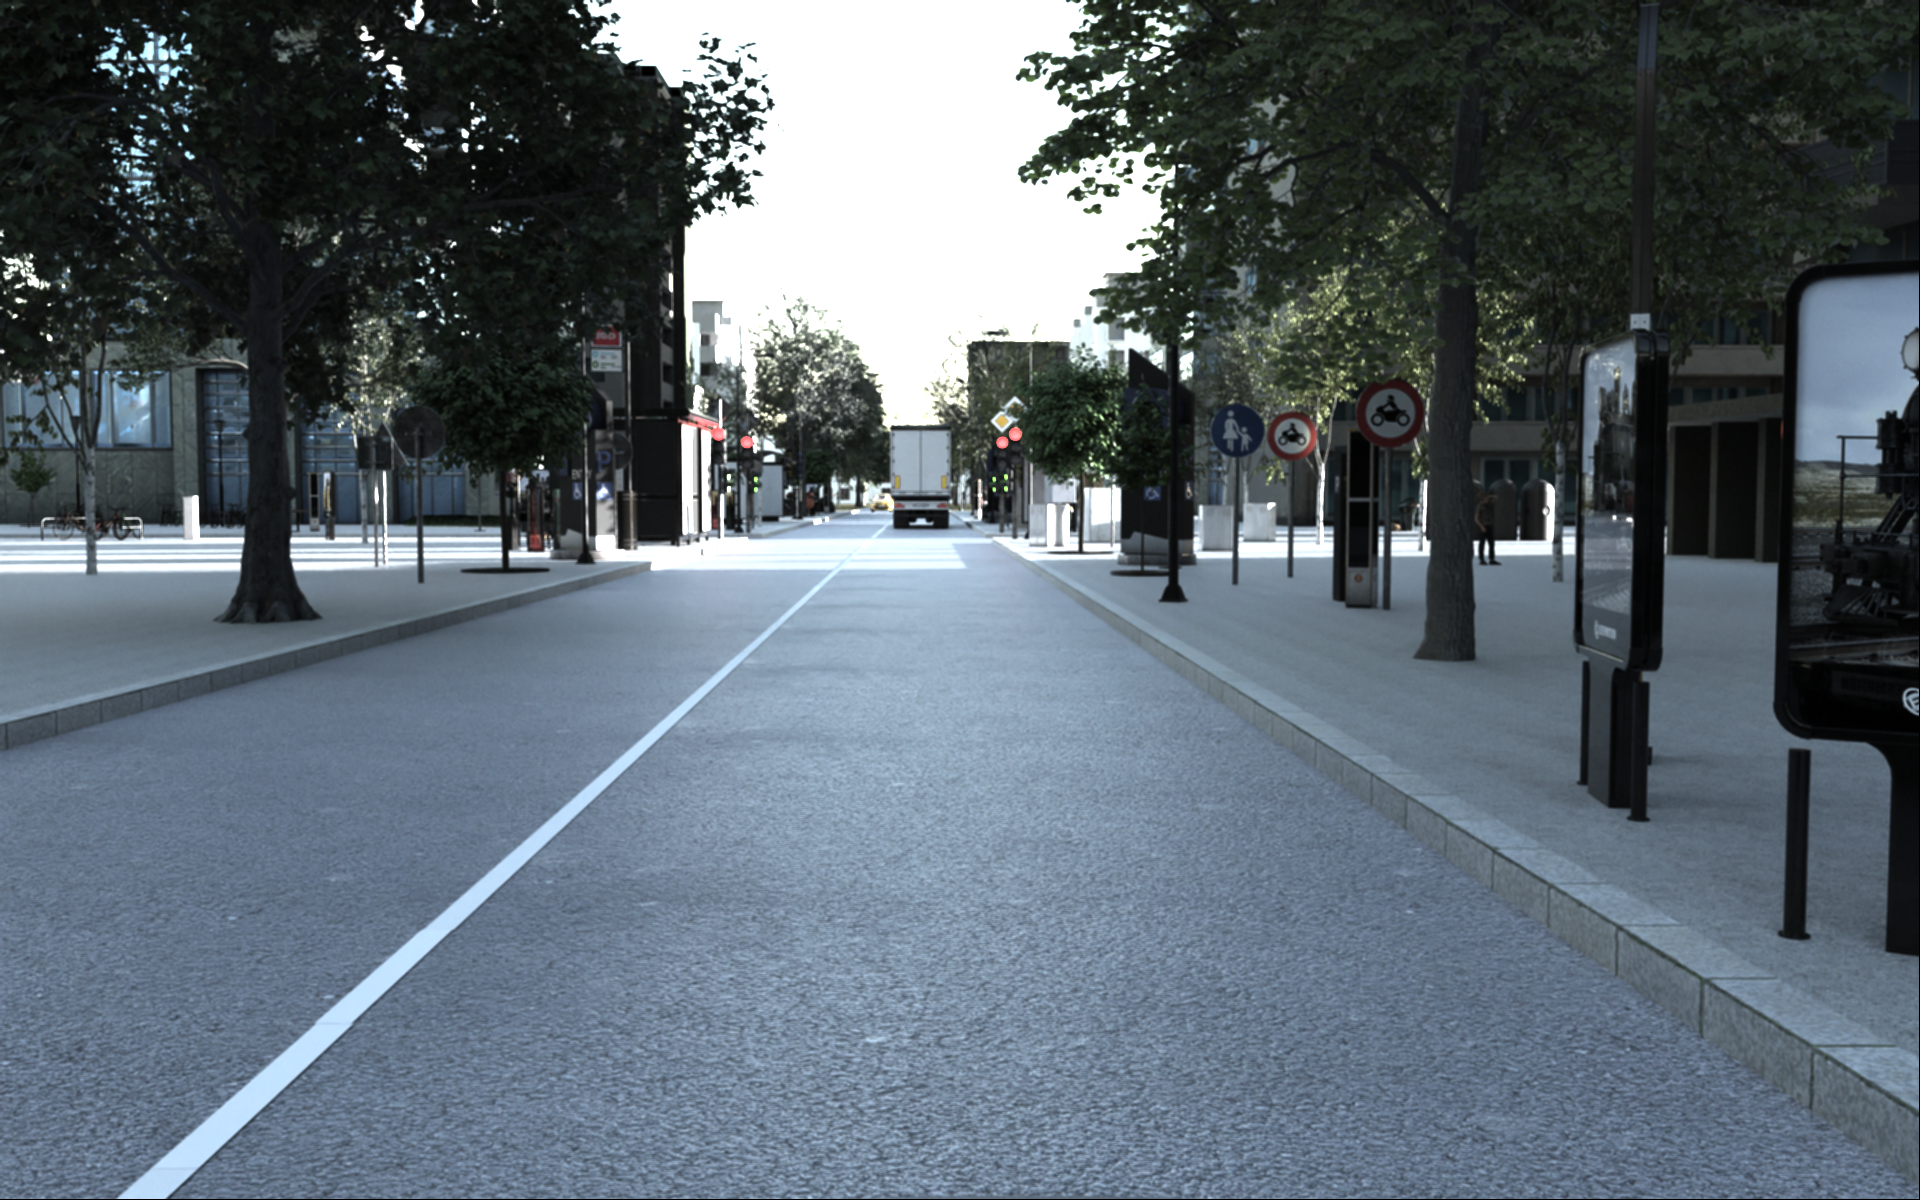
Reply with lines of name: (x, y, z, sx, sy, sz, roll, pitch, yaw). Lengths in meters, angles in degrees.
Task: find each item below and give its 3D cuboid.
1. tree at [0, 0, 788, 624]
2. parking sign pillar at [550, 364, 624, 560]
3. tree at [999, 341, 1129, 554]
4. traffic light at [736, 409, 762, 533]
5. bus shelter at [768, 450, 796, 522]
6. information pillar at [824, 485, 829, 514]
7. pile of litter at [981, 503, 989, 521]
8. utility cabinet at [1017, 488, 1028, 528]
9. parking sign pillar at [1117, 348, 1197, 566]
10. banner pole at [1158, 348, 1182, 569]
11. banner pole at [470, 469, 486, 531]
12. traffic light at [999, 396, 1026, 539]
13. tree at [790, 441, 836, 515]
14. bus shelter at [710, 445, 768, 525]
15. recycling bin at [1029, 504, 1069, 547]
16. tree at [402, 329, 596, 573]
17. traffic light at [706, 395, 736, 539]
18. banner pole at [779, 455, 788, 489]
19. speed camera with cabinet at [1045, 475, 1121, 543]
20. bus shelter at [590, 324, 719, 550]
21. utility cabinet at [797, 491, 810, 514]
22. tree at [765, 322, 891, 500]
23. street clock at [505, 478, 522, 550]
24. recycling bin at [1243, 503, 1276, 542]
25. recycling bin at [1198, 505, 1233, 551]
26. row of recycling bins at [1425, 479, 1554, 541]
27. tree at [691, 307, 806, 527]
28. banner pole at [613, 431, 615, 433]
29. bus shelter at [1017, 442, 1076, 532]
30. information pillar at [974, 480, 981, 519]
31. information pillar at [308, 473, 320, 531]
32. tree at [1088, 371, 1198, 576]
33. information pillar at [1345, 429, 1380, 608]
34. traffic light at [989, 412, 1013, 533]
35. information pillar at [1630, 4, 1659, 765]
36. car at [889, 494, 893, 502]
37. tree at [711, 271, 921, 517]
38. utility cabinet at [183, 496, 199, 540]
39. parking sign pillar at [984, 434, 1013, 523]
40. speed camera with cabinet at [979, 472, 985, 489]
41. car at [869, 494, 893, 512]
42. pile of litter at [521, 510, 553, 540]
tree: (-6.969, -6.139, 17.387, 9.611, 12.733, 9.660, 0, 3, 0)
parking sign pillar: (-7.384, -2.796, 34.180, 1.447, 3.967, 1.447, -3, 5, -45)
tree: (2.535, -3.279, 37.323, 4.285, 4.588, 4.351, 0, 3, 0)
traffic light: (-6.988, -4.178, 57.233, 0.839, 4.253, 0.868, 0, 4, -1)
bus shelter: (-9.029, -5.447, 82.977, 2.014, 3.302, 5.546, 0, 4, -1)
information pillar: (-8.795, -6.705, 114.115, 0.304, 2.012, 0.304, 1, 4, 9)
pile of litter: (1.506, -4.119, 81.310, 1.176, 0.858, 1.719, 1, 4, 16)
utility cabinet: (2.613, -3.410, 64.428, 1.173, 1.500, 0.318, -1, 4, -15)
parking sign pillar: (3.607, -2.639, 31.626, 1.447, 3.967, 1.447, 2, 4, 34)
banner pole: (3.637, -2.447, 30.023, 0.401, 3.779, 0.863, 0, 4, 2)
banner pole: (-16.762, -4.276, 59.932, 0.863, 3.779, 0.401, 3, 5, 45)
traffic light: (1.548, -3.702, 49.450, 0.839, 4.253, 0.868, 0, 4, -1)
tree: (-9.177, -7.527, 106.778, 4.285, 4.588, 4.351, 0, 3, 0)
bus shelter: (-9.683, -4.946, 74.798, 2.014, 3.302, 5.546, 0, 4, -1)
recycling bin: (2.175, -1.829, 42.461, 0.722, 1.027, 0.722, -3, 4, -36)
tree: (-7.554, -2.752, 28.702, 4.285, 4.588, 4.351, 0, 3, 0)
traffic light: (-6.810, -3.690, 49.250, 0.839, 4.253, 0.868, 0, 4, -1)
banner pole: (-11.417, -7.439, 111.652, 0.863, 3.779, 0.401, 1, 4, 22)
speed camera with cabinet: (3.277, -3.144, 45.745, 2.038, 3.252, 0.660, -1, 4, -19)
bus shelter: (-7.666, -4.031, 43.533, 2.179, 5.291, 8.768, 0, 4, -1)
utility cabinet: (-9.951, -6.315, 111.931, 1.173, 1.500, 0.318, -1, 4, -17)
tree: (-9.753, -13.388, 125.551, 9.857, 13.997, 8.962, 0, 3, 0)
street clock: (-10.290, -2.154, 39.785, 0.358, 2.002, 0.471, 3, 4, 36)
recycling bin: (8.125, -2.104, 46.950, 0.722, 1.027, 0.722, 2, 4, 27)
recycling bin: (5.796, -1.631, 39.227, 0.722, 1.027, 0.722, 0, 4, -1)
row of recycling bins: (14.650, -2.509, 48.136, 3.534, 1.692, 1.069, 0, 4, 8)
tree: (-8.071, -7.181, 67.774, 4.360, 8.622, 3.978, 0, 3, 0)
banner pole: (-12.063, -4.271, 59.842, 0.401, 3.779, 0.863, -3, 5, -45)
bus shelter: (3.086, -4.079, 60.608, 2.014, 3.302, 5.546, 0, 4, -1)
information pillar: (0.897, -5.168, 88.989, 0.304, 2.012, 0.304, 2, 4, 24)
information pillar: (-22.303, -3.383, 59.801, 0.304, 2.012, 0.304, -2, 4, -25)
tree: (2.773, -2.002, 27.334, 1.663, 3.219, 1.824, 0, 3, 0)
information pillar: (4.544, -0.921, 19.548, 0.304, 2.012, 0.304, 2, 4, 27)
traffic light: (1.371, -4.190, 57.433, 0.839, 4.253, 0.868, 0, 4, -1)
information pillar: (3.213, -1.029, 8.186, 0.183, 3.616, 0.504, 1, 4, 22)
car: (-8.030, -10.670, 183.495, 2.155, 1.783, 4.494, 0, 4, 0)
tree: (-8.848, -11.377, 96.392, 12.009, 13.543, 11.850, 0, 3, 0)
utility cabinet: (-21.544, -2.283, 48.485, 0.306, 1.237, 1.020, -1, 4, -18)
parking sign pillar: (1.780, -5.419, 77.068, 1.447, 3.967, 1.447, -3, 4, -39)
speed camera with cabinet: (1.556, -8.194, 128.301, 0.660, 3.252, 2.038, 1, 4, 9)
car: (-6.195, -7.796, 137.692, 2.015, 1.641, 3.980, 0, 4, -2)
pile of litter: (-11.656, -2.111, 48.479, 1.176, 0.858, 1.719, 2, 4, 34)
